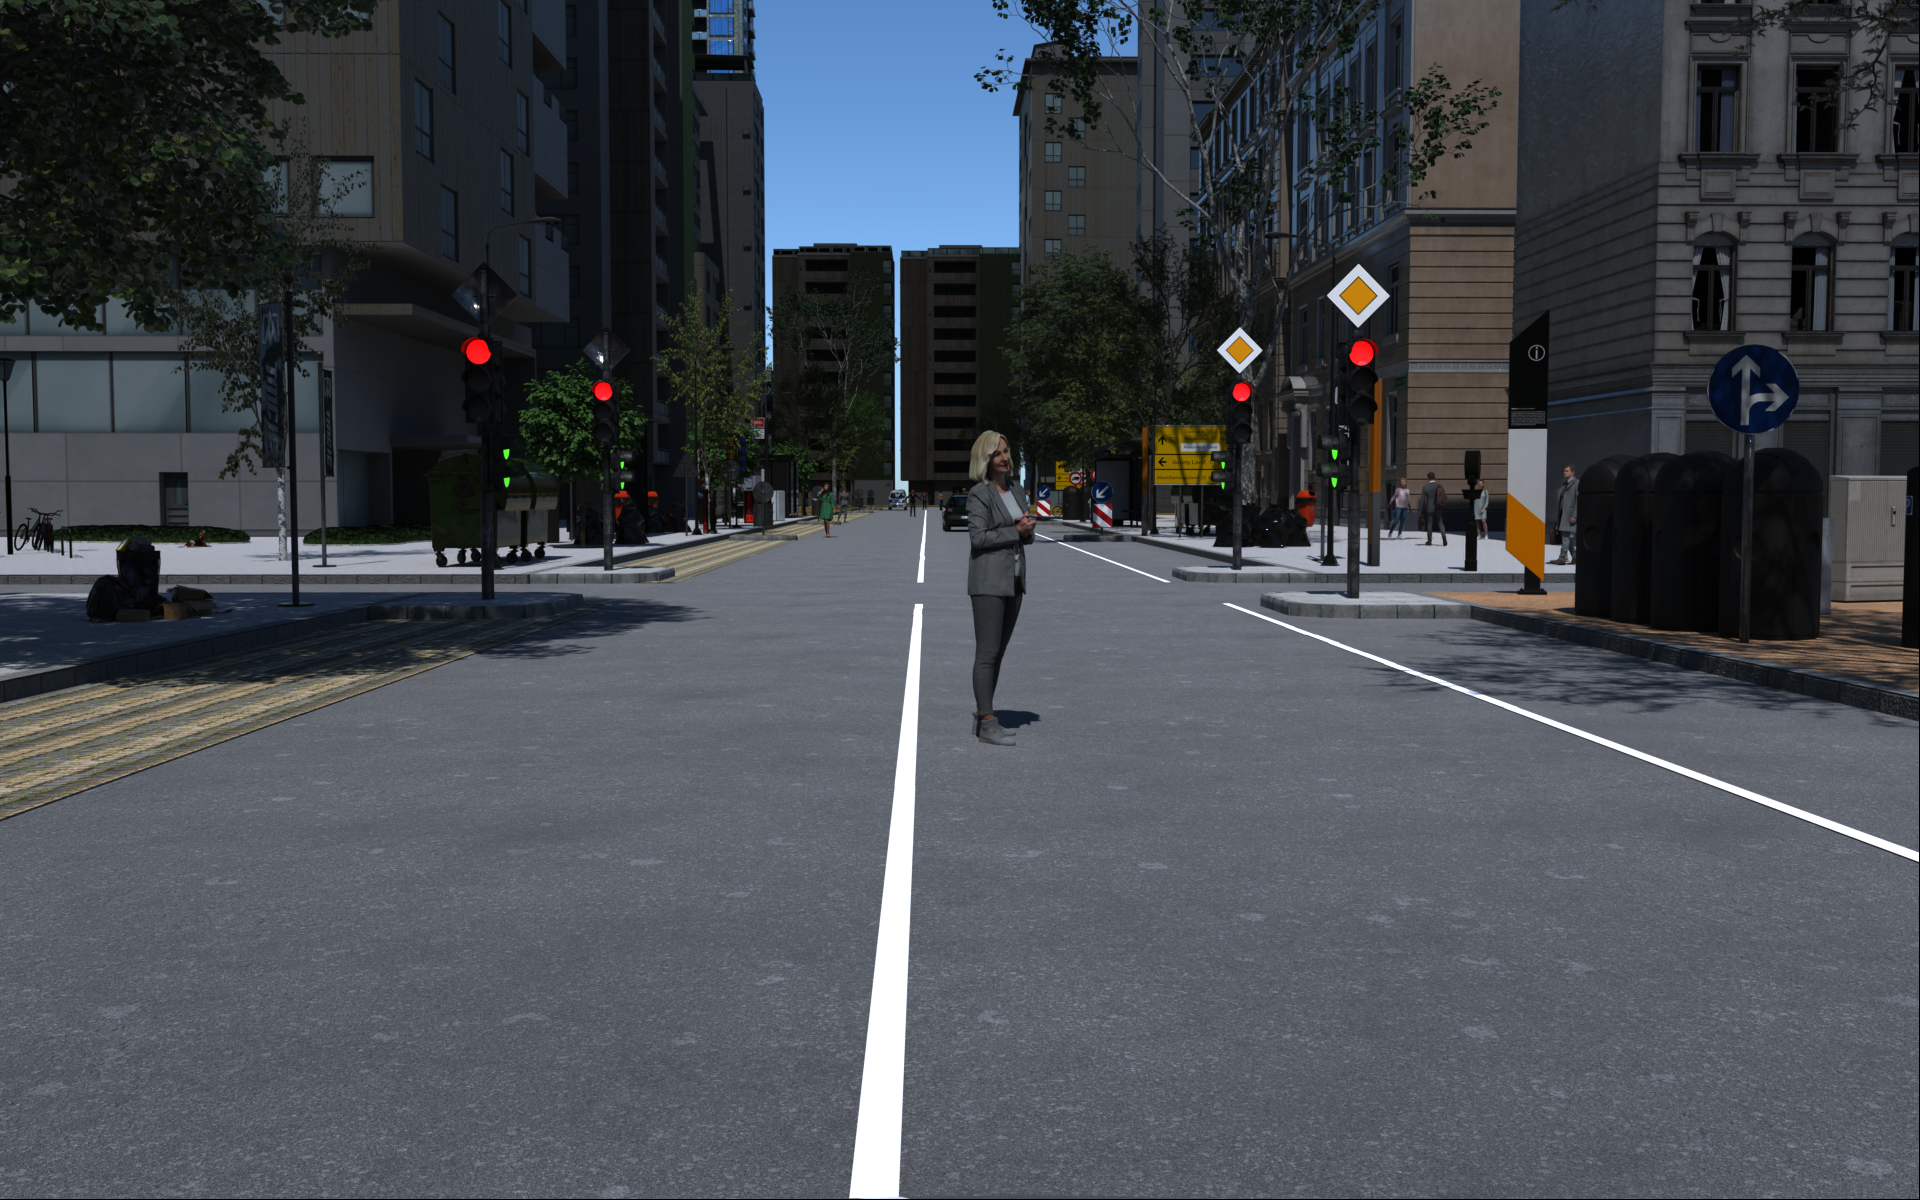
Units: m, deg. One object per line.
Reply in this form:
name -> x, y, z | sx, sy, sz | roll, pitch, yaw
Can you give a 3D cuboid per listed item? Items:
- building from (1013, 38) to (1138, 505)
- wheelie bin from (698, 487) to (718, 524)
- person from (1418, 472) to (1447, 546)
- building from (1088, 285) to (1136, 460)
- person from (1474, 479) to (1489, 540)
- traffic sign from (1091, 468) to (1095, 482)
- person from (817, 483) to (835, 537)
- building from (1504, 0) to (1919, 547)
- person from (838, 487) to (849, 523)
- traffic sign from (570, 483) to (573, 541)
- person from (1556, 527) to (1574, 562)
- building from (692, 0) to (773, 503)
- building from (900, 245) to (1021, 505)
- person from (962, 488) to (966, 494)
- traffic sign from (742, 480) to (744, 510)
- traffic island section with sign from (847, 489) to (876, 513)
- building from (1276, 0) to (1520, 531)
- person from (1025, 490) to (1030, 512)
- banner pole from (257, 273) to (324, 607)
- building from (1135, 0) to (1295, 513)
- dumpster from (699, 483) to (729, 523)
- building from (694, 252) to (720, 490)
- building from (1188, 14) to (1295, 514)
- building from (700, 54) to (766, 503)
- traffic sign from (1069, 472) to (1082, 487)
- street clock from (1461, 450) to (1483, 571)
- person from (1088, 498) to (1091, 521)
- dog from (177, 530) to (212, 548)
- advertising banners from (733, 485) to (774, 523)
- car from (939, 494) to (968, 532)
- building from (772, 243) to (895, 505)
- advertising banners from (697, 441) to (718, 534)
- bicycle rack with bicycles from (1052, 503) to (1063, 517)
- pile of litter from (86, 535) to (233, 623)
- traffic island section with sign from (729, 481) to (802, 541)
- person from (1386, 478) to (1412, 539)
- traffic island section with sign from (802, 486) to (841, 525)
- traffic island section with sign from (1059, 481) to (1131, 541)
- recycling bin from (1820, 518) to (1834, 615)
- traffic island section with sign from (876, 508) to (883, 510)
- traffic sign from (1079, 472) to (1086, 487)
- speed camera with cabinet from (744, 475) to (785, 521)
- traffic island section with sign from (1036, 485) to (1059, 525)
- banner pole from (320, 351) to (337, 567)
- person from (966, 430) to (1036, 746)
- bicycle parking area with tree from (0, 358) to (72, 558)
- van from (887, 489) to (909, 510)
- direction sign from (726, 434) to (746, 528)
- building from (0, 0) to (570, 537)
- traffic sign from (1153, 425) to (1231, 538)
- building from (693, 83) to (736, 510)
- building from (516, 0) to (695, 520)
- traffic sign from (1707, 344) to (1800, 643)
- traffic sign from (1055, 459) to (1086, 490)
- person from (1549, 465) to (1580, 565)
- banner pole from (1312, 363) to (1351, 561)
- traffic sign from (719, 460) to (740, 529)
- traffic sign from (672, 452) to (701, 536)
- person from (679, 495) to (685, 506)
building -> 20.756, -37.928, 209.363 | 27.495, 52.752, 28.713 | 0, 4, -1
wheelie bin -> -10.750, -4.003, 73.357 | 0.693, 1.594, 0.980 | 3, 5, 42
person -> 11.725, -2.256, 42.897 | 0.622, 1.834, 0.822 | 0, 4, -6
building -> 26.529, -19.152, 158.176 | 27.650, 21.520, 28.899 | 0, 4, -1
person -> 14.673, -2.554, 48.806 | 0.512, 1.701, 0.522 | 2, 4, 30
traffic sign -> 6.432, -4.897, 80.174 | 0.768, 2.556, 0.104 | 1, 4, 9
person -> -4.383, -2.961, 57.165 | 0.600, 1.795, 0.529 | 1, 4, 9
building -> 23.850, -11.799, 42.059 | 18.267, 20.994, 9.793 | 0, 4, -1
person -> -5.846, -4.765, 86.689 | 0.520, 1.790, 0.573 | -2, 4, -26
traffic sign -> -10.667, -2.906, 47.516 | 0.884, 2.594, 0.081 | 0, 4, 7
person -> 11.425, -1.316, 32.582 | 0.505, 1.210, 0.382 | -2, 4, -31
building -> -37.255, -54.583, 205.099 | 31.000, 86.520, 22.319 | 0, 4, -1
building -> -0.092, -26.432, 203.864 | 14.107, 30.474, 14.160 | 0, 4, -1
person -> 0.222, -5.529, 99.328 | 0.576, 1.772, 0.534 | 2, 4, 29
traffic sign -> -11.028, -5.405, 88.481 | 0.768, 2.556, 0.104 | 0, 4, 7
traffic island section with sign -> -7.530, -7.476, 130.866 | 1.989, 1.847, 2.006 | 0, 4, -1
building -> 21.255, -17.272, 68.307 | 13.634, 28.700, 20.117 | 0, 4, -1
person -> 2.820, -3.808, 72.577 | 0.330, 1.601, 0.589 | 0, 4, 6
banner pole -> -7.804, -1.828, 19.904 | 0.863, 3.779, 0.401 | 3, 4, 38
building -> 23.724, -35.870, 128.481 | 21.231, 58.520, 28.212 | 0, 4, -1
dumpster -> -11.068, -4.422, 78.055 | 1.264, 1.857, 1.865 | 0, 4, -1
building -> -31.978, -16.711, 118.260 | 27.650, 21.520, 28.899 | 0, 4, -1
building -> 19.986, -17.973, 91.119 | 12.463, 27.353, 25.104 | 0, 4, -1
building -> -25.745, -29.396, 164.215 | 14.086, 41.232, 14.154 | 0, 4, -1
traffic sign -> 6.643, -6.083, 99.556 | 0.768, 2.556, 0.104 | 0, 4, 6
street clock -> 8.511, -1.482, 28.796 | 0.358, 2.002, 0.471 | 1, 4, 21
person -> 6.349, -4.446, 83.018 | 0.425, 1.301, 0.394 | 0, 4, 7
dog -> -18.512, -1.476, 41.867 | 0.748, 0.427, 0.550 | -1, 4, -18
advertising banners -> -9.206, -4.877, 75.924 | 2.074, 3.025, 0.090 | 0, 4, 4
car -> 0.211, -3.512, 67.207 | 2.009, 1.686, 4.222 | 0, 4, -2
building -> -14.615, -26.347, 202.473 | 14.107, 30.474, 14.160 | 0, 4, -1
advertising banners -> -8.289, -3.686, 56.461 | 0.090, 3.025, 2.074 | -2, 4, -26
bicycle rack with bicycles -> 6.583, -5.057, 96.068 | 2.925, 0.926, 2.852 | 0, 4, 1
pile of litter -> -8.332, -0.251, 18.062 | 1.176, 0.858, 1.719 | 2, 4, 32
traffic island section with sign -> -6.069, -2.758, 53.724 | 1.989, 1.847, 2.006 | 0, 4, -1
person -> 12.401, -2.601, 49.240 | 0.731, 1.740, 0.598 | -2, 4, -29
traffic island section with sign -> -6.589, -4.442, 81.260 | 1.989, 1.847, 2.006 | 0, 4, -1
traffic island section with sign -> 4.245, -2.770, 53.910 | 1.989, 1.847, 2.006 | 0, 4, -1
recycling bin -> 8.817, -0.366, 18.532 | 0.722, 1.027, 0.722 | -3, 4, -38
traffic island section with sign -> -8.056, -9.128, 157.864 | 1.989, 1.847, 2.006 | 0, 4, -1
traffic sign -> 7.046, -6.113, 100.056 | 0.768, 2.556, 0.104 | 0, 4, 7
speed camera with cabinet -> -9.300, -5.386, 82.397 | 2.038, 3.252, 0.660 | 2, 4, 31
traffic island section with sign -> 3.737, -4.418, 80.860 | 1.989, 1.847, 2.006 | 0, 4, -1
banner pole -> -11.199, -2.483, 30.615 | 0.401, 3.779, 0.863 | 0, 4, -2
person -> 0.274, -0.089, 10.136 | 0.537, 1.800, 0.526 | -3, 5, -43
bicycle parking area with tree -> -22.417, -2.962, 35.433 | 8.231, 4.147, 9.016 | -1, 4, -19
van -> -5.630, -9.162, 156.811 | 2.013, 2.044, 4.112 | 0, 4, -1
direction sign -> -8.458, -4.493, 65.465 | 0.876, 3.537, 0.379 | -3, 5, -41
building -> -29.946, -28.934, 62.311 | 28.713, 52.752, 27.495 | 0, 4, -1
traffic sign -> 6.806, -3.490, 50.933 | 2.265, 3.308, 0.079 | 0, 4, 0
building -> -34.619, -27.655, 144.040 | 32.217, 40.220, 23.993 | 0, 4, -1
building -> -21.924, -24.952, 91.556 | 14.154, 41.232, 14.086 | 0, 4, -1
traffic sign -> 6.762, -0.902, 14.859 | 0.768, 2.556, 0.104 | 0, 4, 4
traffic sign -> 6.682, -6.558, 101.091 | 2.265, 3.308, 0.079 | 0, 4, 8
person -> 10.960, -1.539, 31.301 | 0.767, 1.812, 0.694 | -1, 4, -13
banner pole -> 7.208, -2.643, 33.236 | 0.863, 3.779, 0.401 | 0, 4, -2
traffic sign -> -8.554, -3.927, 64.314 | 0.768, 2.556, 0.104 | 0, 4, 1
traffic sign -> -8.361, -3.236, 52.915 | 0.884, 2.594, 0.081 | 0, 4, 4
person -> -13.566, -4.527, 84.734 | 0.362, 1.253, 0.373 | -1, 4, -20
